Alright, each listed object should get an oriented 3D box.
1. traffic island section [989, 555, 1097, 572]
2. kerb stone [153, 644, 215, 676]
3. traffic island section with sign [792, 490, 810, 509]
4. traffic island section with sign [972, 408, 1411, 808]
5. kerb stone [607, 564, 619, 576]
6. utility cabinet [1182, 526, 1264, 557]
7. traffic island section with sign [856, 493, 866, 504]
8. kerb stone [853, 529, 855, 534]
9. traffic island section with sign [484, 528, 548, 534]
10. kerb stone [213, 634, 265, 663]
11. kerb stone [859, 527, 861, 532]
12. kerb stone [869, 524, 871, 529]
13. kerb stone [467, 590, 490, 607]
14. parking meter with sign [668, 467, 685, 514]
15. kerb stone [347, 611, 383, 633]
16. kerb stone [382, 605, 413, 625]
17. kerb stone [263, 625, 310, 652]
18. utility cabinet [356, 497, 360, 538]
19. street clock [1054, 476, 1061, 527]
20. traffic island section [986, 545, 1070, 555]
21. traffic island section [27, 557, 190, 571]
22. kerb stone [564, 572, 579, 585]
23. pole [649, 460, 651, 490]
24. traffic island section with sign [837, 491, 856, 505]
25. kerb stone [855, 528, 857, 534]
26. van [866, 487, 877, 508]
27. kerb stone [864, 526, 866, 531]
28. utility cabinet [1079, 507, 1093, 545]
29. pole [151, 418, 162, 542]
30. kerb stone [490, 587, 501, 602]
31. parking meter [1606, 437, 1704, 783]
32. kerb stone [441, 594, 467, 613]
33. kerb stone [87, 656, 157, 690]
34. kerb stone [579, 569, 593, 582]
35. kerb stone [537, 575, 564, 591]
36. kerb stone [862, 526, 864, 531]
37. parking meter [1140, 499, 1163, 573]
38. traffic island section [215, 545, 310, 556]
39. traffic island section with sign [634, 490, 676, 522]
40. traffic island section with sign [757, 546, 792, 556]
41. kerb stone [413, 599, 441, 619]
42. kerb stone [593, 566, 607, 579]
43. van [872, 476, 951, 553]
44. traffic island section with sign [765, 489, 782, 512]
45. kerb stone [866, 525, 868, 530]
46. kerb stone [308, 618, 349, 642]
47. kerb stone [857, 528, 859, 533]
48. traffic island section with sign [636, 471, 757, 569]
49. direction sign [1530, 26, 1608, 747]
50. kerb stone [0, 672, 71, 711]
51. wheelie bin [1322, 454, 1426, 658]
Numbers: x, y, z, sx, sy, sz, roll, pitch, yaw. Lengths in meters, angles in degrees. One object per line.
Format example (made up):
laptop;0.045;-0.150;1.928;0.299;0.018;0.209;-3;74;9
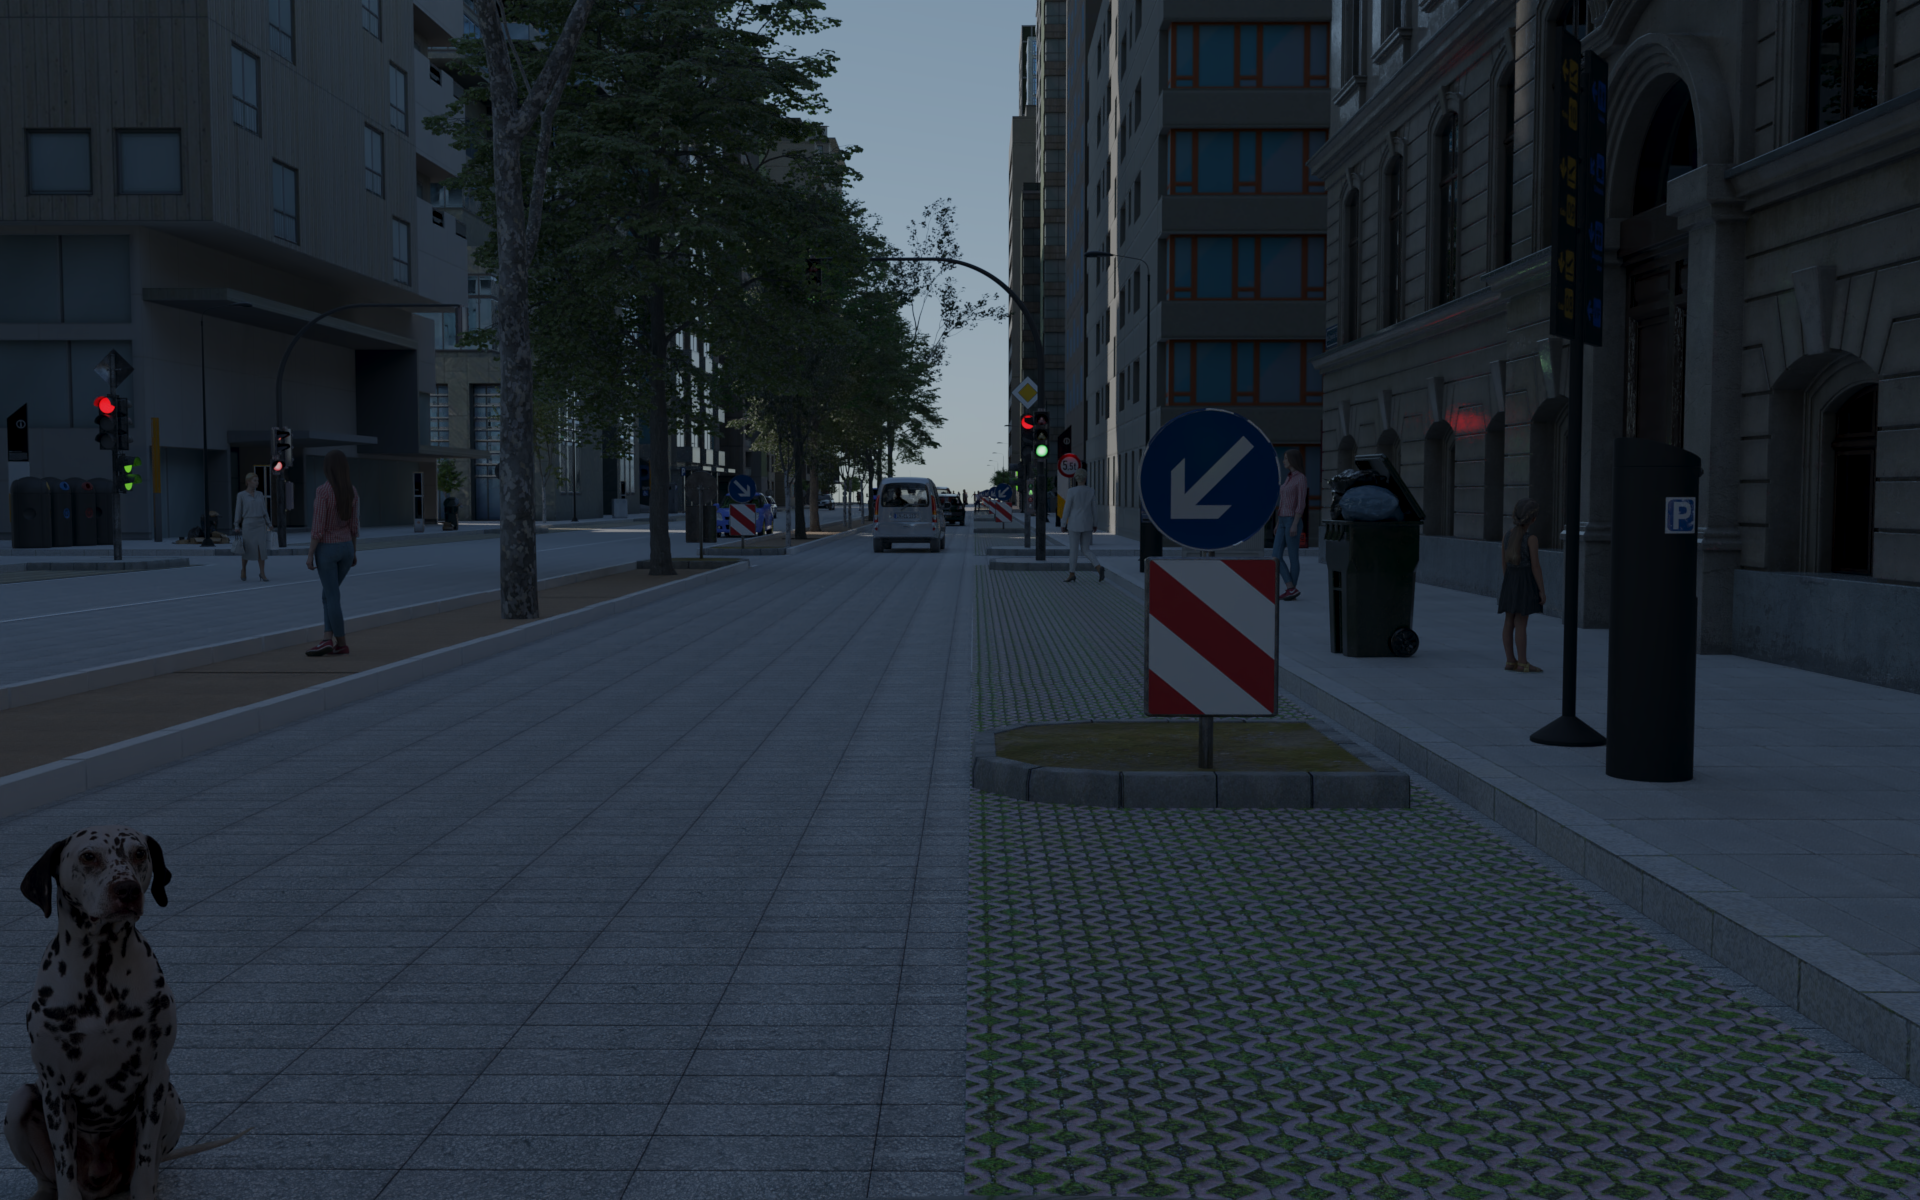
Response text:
traffic island section;1.572;-0.686;33.489;2.009;0.180;2.903;0;4;0
kerb stone;-6.348;0.498;14.051;0.120;0.150;1.000;0;4;0
traffic island section with sign;-15.291;-9.786;168.634;1.989;1.847;2.006;0;4;0
traffic island section with sign;1.055;-0.010;8.787;1.989;1.847;2.006;0;4;0
kerb stone;-6.212;-0.506;30.463;0.120;0.150;1.000;0;4;0
utility cabinet;3.803;-1.002;25.067;1.173;1.500;0.318;0;4;7
traffic island section with sign;-14.628;-14.820;250.938;1.989;1.847;2.006;0;4;0
kerb stone;-3.869;-2.356;60.717;0.120;0.150;1.000;0;4;0
traffic island section with sign;-16.133;-3.338;63.207;1.989;1.847;2.006;0;4;0
kerb stone;-6.340;0.438;15.074;0.120;0.150;1.000;0;4;0
kerb stone;-3.846;-2.544;63.808;0.120;0.150;1.000;0;4;0
kerb stone;-3.799;-2.919;69.958;0.120;0.150;1.000;0;4;0
kerb stone;-6.275;-0.002;22.253;0.120;0.150;1.000;0;4;0
parking meter with sign;-18.927;-7.186;113.746;1.738;3.016;0.543;1;4;20
kerb stone;-6.312;0.247;18.159;0.120;0.150;1.000;0;4;0
kerb stone;-6.308;0.184;19.181;0.120;0.150;1.000;0;4;0
kerb stone;-6.326;0.372;16.109;0.120;0.150;1.000;0;4;0
utility cabinet;-17.934;-2.454;51.285;0.306;1.237;1.020;-1;4;-17
street clock;3.839;-3.859;67.659;0.358;2.002;0.471;1;4;15
traffic island section;1.637;-1.174;41.474;2.009;0.180;2.903;0;4;0
traffic island section;-16.368;-0.695;33.637;2.009;0.180;2.903;0;4;0
kerb stone;-6.242;-0.317;27.384;0.120;0.150;1.000;0;4;0
pole;-18.212;-6.624;102.142;0.158;3.312;0.155;0;3;0
traffic island section with sign;-14.849;-13.169;223.948;1.989;1.847;2.006;0;4;0
kerb stone;-3.868;-2.419;61.745;0.120;0.150;1.000;0;4;0
van;-7.323;-9.356;157.356;2.240;2.365;5.245;0;4;0
kerb stone;-3.819;-2.733;66.882;0.120;0.150;1.000;0;4;0
utility cabinet;3.177;-2.000;43.861;0.306;1.237;1.020;0;4;1
pole;-21.452;-3.205;46.246;0.158;3.312;0.155;0;3;0
kerb stone;-6.272;-0.055;23.277;0.120;0.150;1.000;0;4;0
parking meter;3.135;0.035;7.833;0.372;1.533;0.369;0;3;0
kerb stone;-6.278;0.060;21.228;0.120;0.150;1.000;0;4;0
kerb stone;-6.355;0.561;13.029;0.120;0.150;1.000;0;4;0
kerb stone;-6.229;-0.380;28.415;0.120;0.150;1.000;0;4;0
kerb stone;-6.245;-0.255;26.362;0.120;0.150;1.000;0;4;0
kerb stone;-3.832;-2.669;65.860;0.120;0.150;1.000;0;4;0
parking meter;3.130;-1.218;28.330;0.372;1.533;0.369;0;3;0
traffic island section;-16.304;-1.183;41.622;2.009;0.180;2.903;0;4;0
traffic island section with sign;-15.911;-5.012;90.573;1.989;1.847;2.006;0;4;0
traffic island section with sign;-5.081;-2.022;41.188;2.006;1.907;1.989;0;4;0
kerb stone;-6.296;0.122;20.206;0.120;0.150;1.000;0;4;0
kerb stone;-6.217;-0.443;29.438;0.120;0.150;1.000;0;4;0
van;-1.254;-2.251;43.810;2.013;2.044;4.112;0;4;2
traffic island section with sign;-15.519;-8.105;141.144;1.989;1.847;2.006;0;4;0
kerb stone;-3.814;-2.795;67.914;0.120;0.150;1.000;0;4;0
kerb stone;-6.314;0.310;17.131;0.120;0.150;1.000;0;4;0
kerb stone;-3.851;-2.479;62.775;0.120;0.150;1.000;0;4;0
traffic island section with sign;-5.150;-1.568;33.781;2.006;1.907;1.989;0;4;0
direction sign;3.146;-1.031;8.850;0.379;3.537;0.876;2;4;34
kerb stone;-6.359;0.625;12.007;0.120;0.150;1.000;0;4;0
wheelie bin;3.272;-0.359;13.778;0.693;1.594;0.980;0;4;-7
